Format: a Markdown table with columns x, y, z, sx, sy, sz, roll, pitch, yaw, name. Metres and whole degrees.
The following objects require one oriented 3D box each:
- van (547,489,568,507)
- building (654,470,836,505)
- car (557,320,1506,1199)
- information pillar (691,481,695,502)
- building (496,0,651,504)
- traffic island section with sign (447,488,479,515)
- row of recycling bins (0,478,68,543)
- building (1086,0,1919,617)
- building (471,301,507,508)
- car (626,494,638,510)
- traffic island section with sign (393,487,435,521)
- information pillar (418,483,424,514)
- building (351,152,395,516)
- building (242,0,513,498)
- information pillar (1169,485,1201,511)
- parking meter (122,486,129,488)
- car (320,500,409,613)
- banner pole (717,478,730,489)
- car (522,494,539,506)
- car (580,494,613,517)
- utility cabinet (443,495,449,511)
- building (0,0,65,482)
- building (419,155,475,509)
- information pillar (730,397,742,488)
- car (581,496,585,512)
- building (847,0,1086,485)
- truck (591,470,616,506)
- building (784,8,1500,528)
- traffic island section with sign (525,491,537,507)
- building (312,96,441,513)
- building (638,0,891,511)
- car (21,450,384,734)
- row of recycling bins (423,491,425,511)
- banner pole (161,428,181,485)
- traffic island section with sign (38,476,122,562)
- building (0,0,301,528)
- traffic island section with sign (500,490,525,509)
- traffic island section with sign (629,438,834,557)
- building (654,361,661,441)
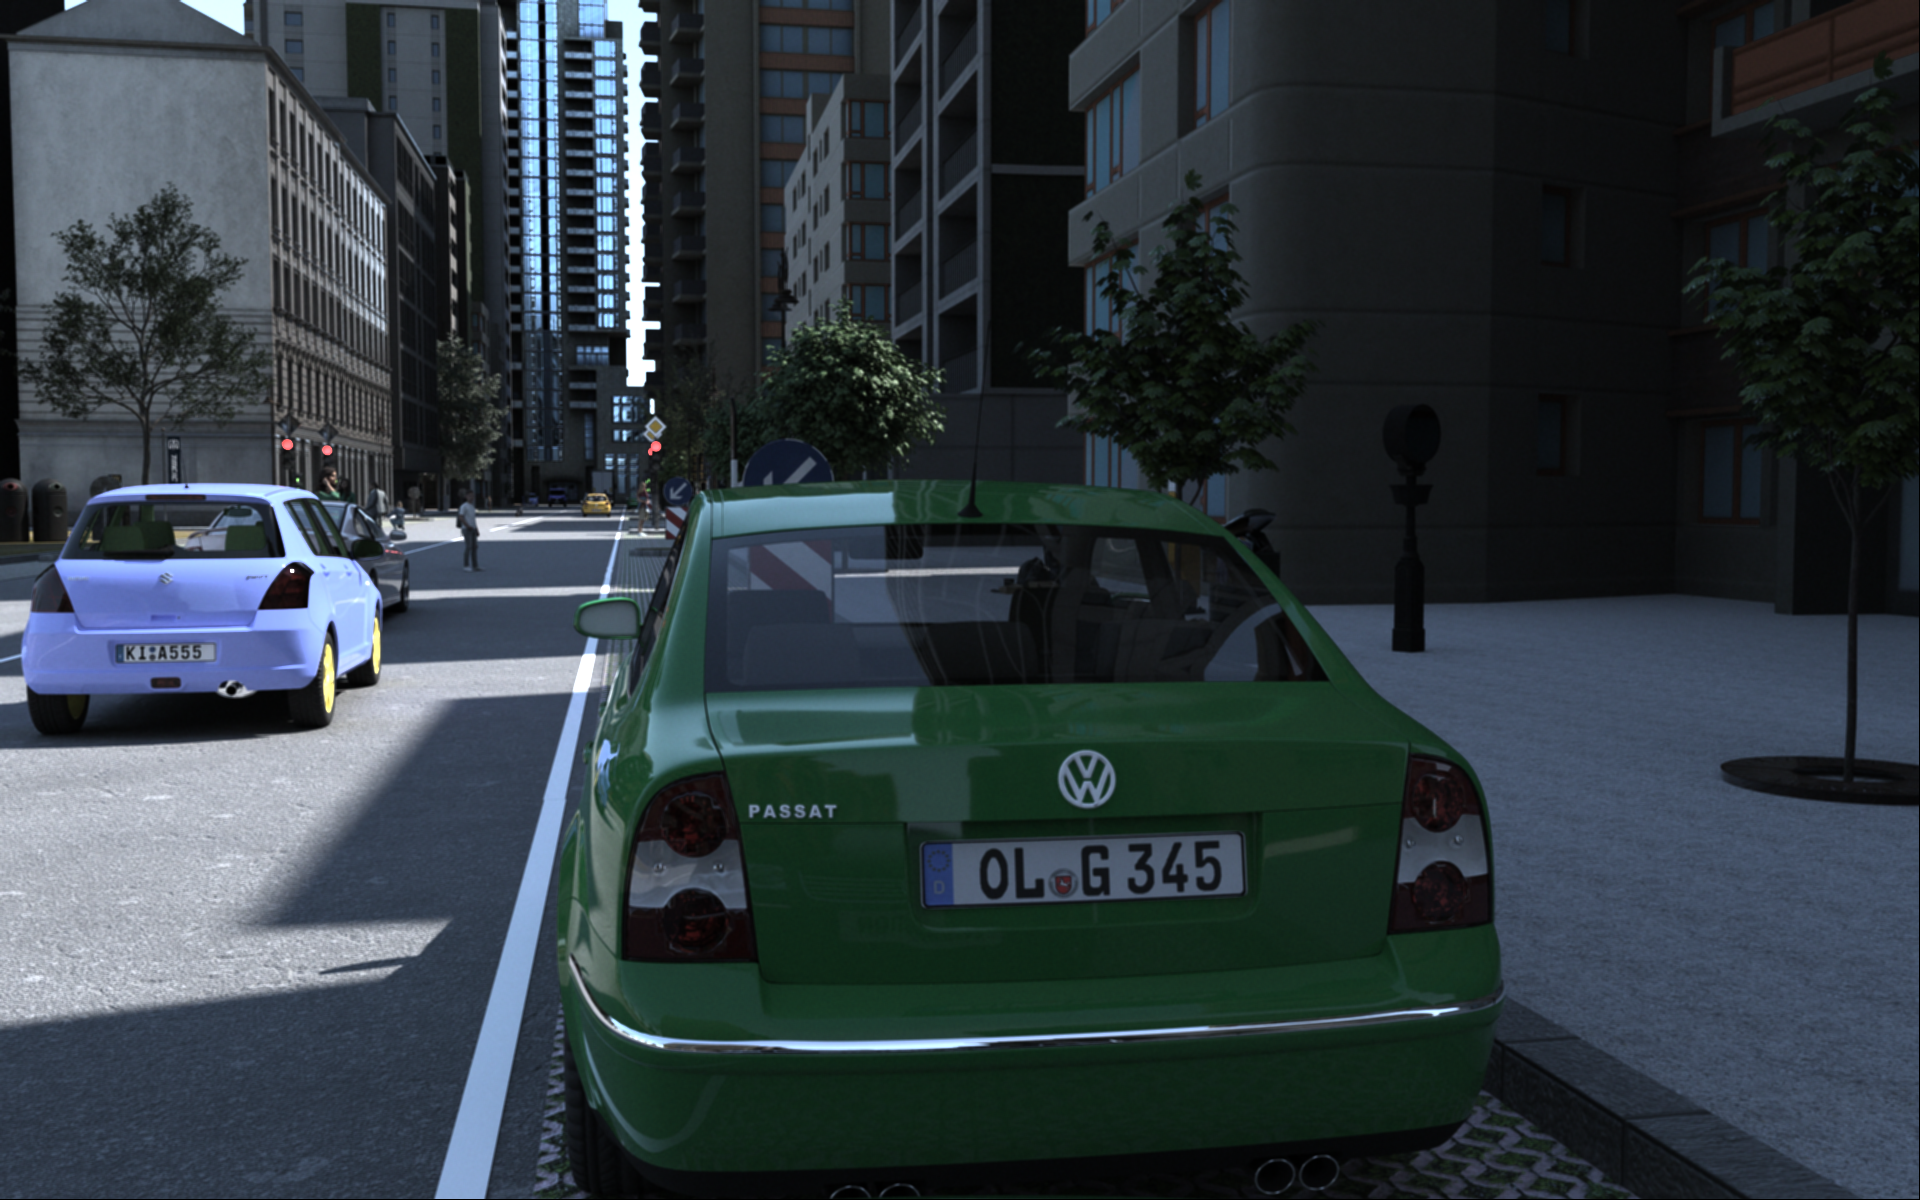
| x | y | z | sx | sy | sz | roll | pitch | yaw | name |
| --- | --- | --- | --- | --- | --- | --- | --- | --- | --- |
| -44.685 | -11.492 | 192.277 | 2.240 | 2.365 | 5.245 | -1 | 4 | -12 | van |
| -26.742 | -47.136 | 208.930 | 20.563 | 71.187 | 20.611 | -1 | 4 | -11 | building |
| -0.156 | 0.230 | 5.029 | 1.959 | 1.807 | 4.718 | -1 | 4 | -9 | car |
| -14.566 | -5.484 | 94.159 | 0.304 | 2.012 | 0.304 | -1 | 4 | -12 | information pillar |
| -57.762 | -56.272 | 232.712 | 31.000 | 86.520 | 22.319 | -1 | 4 | -11 | building |
| -34.172 | -6.760 | 119.151 | 1.989 | 1.847 | 2.006 | -1 | 4 | -11 | traffic island section with sign |
| -25.485 | -2.352 | 45.571 | 3.534 | 1.692 | 1.069 | -2 | 4 | -35 | row of recycling bins |
| 18.065 | -10.481 | 16.407 | 27.650 | 21.520 | 28.899 | -1 | 4 | -11 | building |
| -59.161 | -19.706 | 167.226 | 27.650 | 21.520 | 28.899 | -1 | 4 | -11 | building |
| -29.379 | -9.102 | 157.605 | 1.959 | 1.807 | 4.718 | -1 | 4 | -12 | car |
| -28.973 | -5.101 | 92.021 | 1.989 | 1.847 | 2.006 | -1 | 4 | -11 | traffic island section with sign |
| -34.217 | -6.448 | 109.918 | 0.304 | 2.012 | 0.304 | -1 | 4 | -18 | information pillar |
| -36.684 | -14.922 | 93.126 | 9.793 | 20.994 | 18.267 | -1 | 4 | -11 | building |
| -67.264 | -40.360 | 201.891 | 28.212 | 58.520 | 21.231 | -1 | 4 | -11 | building |
| 2.402 | -1.654 | 18.403 | 0.183 | 3.616 | 0.504 | 3 | 5 | 43 | information pillar |
| -25.183 | -2.673 | 52.119 | 0.372 | 1.533 | 0.369 | 0 | 3 | 0 | parking meter |
| -7.350 | -0.432 | 19.419 | 2.083 | 1.381 | 4.827 | -1 | 4 | -11 | car |
| -13.020 | -6.485 | 96.040 | 0.863 | 3.779 | 0.401 | -1 | 4 | -16 | banner pole |
| -50.945 | -11.980 | 205.462 | 1.945 | 1.707 | 3.694 | -1 | 4 | -11 | car |
| -22.706 | -5.995 | 108.239 | 2.015 | 1.641 | 3.980 | -1 | 4 | -12 | car |
| -39.381 | -7.433 | 132.698 | 0.306 | 1.237 | 1.020 | -1 | 4 | -10 | utility cabinet |
| -45.767 | -14.633 | 68.922 | 15.834 | 23.373 | 12.332 | -1 | 4 | -11 | building |
| -49.102 | -22.924 | 146.503 | 14.160 | 30.474 | 14.107 | -1 | 4 | -11 | building |
| -5.458 | -3.088 | 41.840 | 0.183 | 3.616 | 0.504 | -1 | 4 | -17 | information pillar |
| -29.507 | -7.793 | 139.414 | 2.014 | 1.417 | 4.499 | -1 | 4 | -9 | car |
| 7.538 | -37.181 | 46.168 | 20.563 | 71.187 | 20.611 | -1 | 4 | -11 | building |
| -41.921 | -13.135 | 203.677 | 2.839 | 4.237 | 11.283 | -1 | 4 | -10 | truck |
| 6.829 | -14.840 | 87.670 | 28.899 | 21.520 | 27.650 | -1 | 4 | -11 | building |
| -48.600 | -11.366 | 194.457 | 1.989 | 1.847 | 2.006 | -1 | 4 | -11 | traffic island section with sign |
| -42.707 | -19.563 | 113.362 | 14.314 | 27.812 | 24.014 | -1 | 4 | -11 | building |
| -12.923 | -29.144 | 131.135 | 22.147 | 44.769 | 28.867 | -1 | 4 | -11 | building |
| -4.968 | -0.133 | 11.760 | 1.945 | 1.707 | 3.694 | -1 | 4 | -12 | car |
| -41.740 | -7.460 | 129.078 | 3.534 | 1.692 | 1.069 | -1 | 4 | -18 | row of recycling bins |
| -30.012 | -4.637 | 65.833 | 0.401 | 3.779 | 0.863 | 3 | 5 | 44 | banner pole |
| -18.500 | -1.756 | 37.332 | 1.989 | 1.847 | 2.006 | -1 | 4 | -11 | traffic island section with sign |
| -33.043 | -13.829 | 75.258 | 9.793 | 20.994 | 18.267 | -1 | 4 | -11 | building |
| -43.522 | -9.746 | 167.982 | 1.989 | 1.847 | 2.006 | -1 | 4 | -11 | traffic island section with sign |
| -1.468 | -0.275 | 13.128 | 1.989 | 1.847 | 2.006 | -1 | 4 | -11 | traffic island section with sign |
| -28.096 | -24.346 | 243.091 | 28.899 | 21.520 | 27.650 | -1 | 4 | -11 | building |
